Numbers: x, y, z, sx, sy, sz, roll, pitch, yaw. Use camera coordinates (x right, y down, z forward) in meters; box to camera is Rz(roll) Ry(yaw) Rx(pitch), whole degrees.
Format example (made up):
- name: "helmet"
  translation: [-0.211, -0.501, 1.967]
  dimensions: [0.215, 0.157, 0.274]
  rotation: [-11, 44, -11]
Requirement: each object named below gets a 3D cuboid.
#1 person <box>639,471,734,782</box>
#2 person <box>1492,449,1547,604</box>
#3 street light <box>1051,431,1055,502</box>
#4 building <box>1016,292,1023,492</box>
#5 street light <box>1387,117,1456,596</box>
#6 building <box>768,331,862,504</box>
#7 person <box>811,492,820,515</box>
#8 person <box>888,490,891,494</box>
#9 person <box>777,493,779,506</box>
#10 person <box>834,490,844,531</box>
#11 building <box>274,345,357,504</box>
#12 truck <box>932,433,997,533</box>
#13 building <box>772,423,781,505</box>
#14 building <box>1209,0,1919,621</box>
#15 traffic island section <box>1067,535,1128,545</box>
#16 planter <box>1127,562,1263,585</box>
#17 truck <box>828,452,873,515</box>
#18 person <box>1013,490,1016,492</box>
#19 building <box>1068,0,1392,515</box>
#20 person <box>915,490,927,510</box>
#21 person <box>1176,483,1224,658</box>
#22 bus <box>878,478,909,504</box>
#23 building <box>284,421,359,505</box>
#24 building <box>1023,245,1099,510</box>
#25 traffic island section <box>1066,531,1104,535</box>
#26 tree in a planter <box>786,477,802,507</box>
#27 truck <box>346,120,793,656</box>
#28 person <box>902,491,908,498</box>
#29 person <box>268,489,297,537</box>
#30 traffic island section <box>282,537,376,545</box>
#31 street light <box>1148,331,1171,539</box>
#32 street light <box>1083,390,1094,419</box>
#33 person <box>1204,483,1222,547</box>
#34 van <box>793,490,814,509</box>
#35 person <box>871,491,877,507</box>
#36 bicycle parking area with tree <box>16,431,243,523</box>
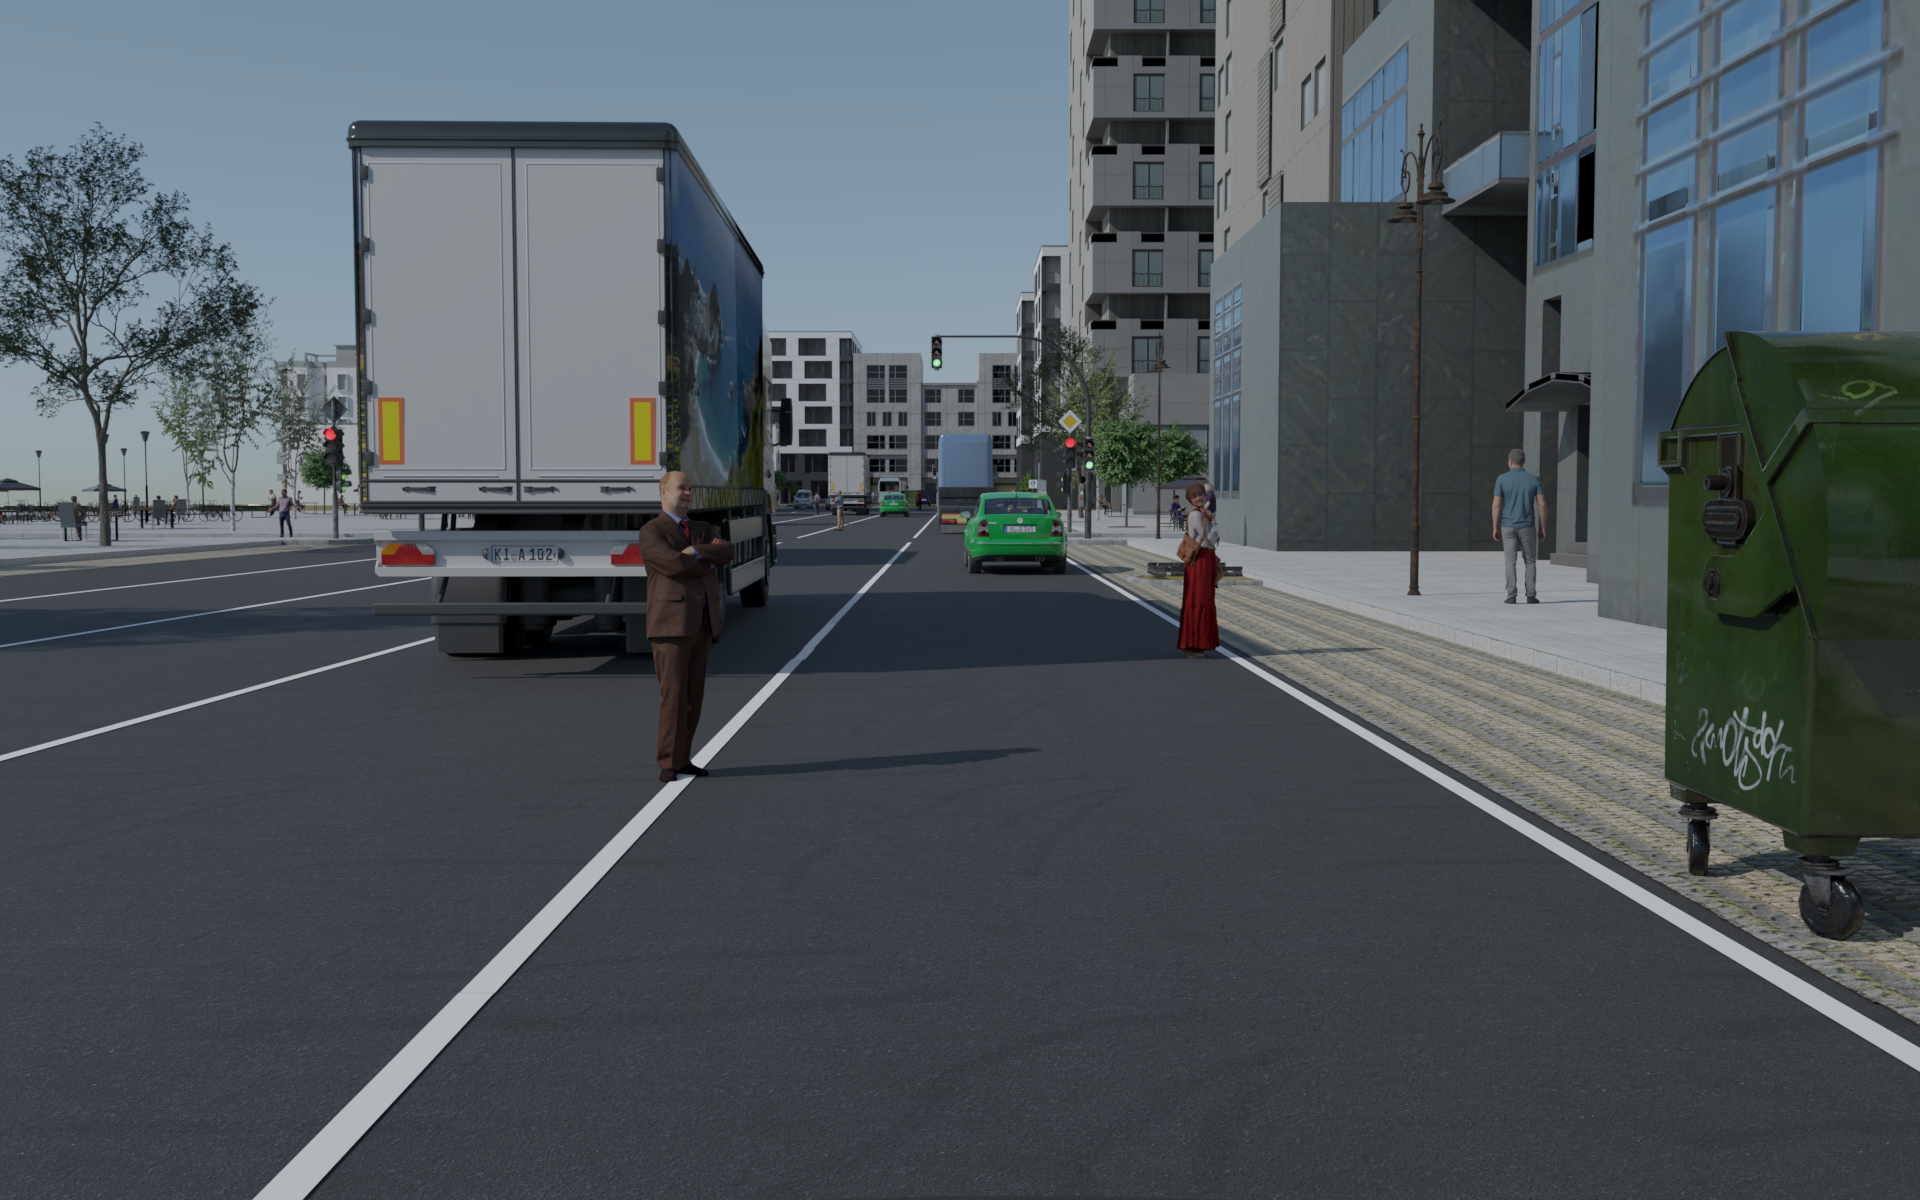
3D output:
- name: "person"
  translation: [-1.377, 0.122, 8.778]
  dimensions: [0.388, 1.546, 0.482]
  rotation: [3, 5, 45]
- name: "person"
  translation: [6.549, -0.862, 20.271]
  dimensions: [0.598, 1.807, 0.434]
  rotation: [1, 4, 22]
- name: "street light"
  translation: [5.555, -8.080, 104.903]
  dimensions: [0.468, 5.910, 1.993]
  rotation: [0, 3, 0]
- name: "building"
  translation: [20.084, -21.244, 191.311]
  dimensions: [27.936, 21.610, 32.646]
  rotation: [0, 3, 0]
- name: "street light"
  translation: [5.752, -2.995, 21.763]
  dimensions: [0.468, 5.910, 1.993]
  rotation: [0, 3, 0]
- name: "building"
  translation: [-29.866, -23.670, 230.984]
  dimensions: [32.646, 21.610, 27.936]
  rotation: [0, 3, 0]
- name: "person"
  translation: [-9.638, -6.487, 116.514]
  dimensions: [0.435, 1.587, 0.963]
  rotation: [2, 4, 28]
- name: "person"
  translation: [-7.534, -10.846, 185.796]
  dimensions: [1.348, 1.831, 0.705]
  rotation: [0, 4, -1]
- name: "person"
  translation: [-19.926, -10.971, 188.655]
  dimensions: [0.421, 1.427, 0.697]
  rotation: [0, 4, 6]
- name: "person"
  translation: [-4.729, -3.501, 67.802]
  dimensions: [0.319, 1.574, 0.516]
  rotation: [2, 4, 29]
- name: "building"
  translation: [-81.117, -22.573, 225.484]
  dimensions: [11.380, 20.091, 16.016]
  rotation: [0, 3, 0]
- name: "truck"
  translation: [0.332, -4.972, 71.049]
  dimensions: [2.967, 4.110, 18.799]
  rotation: [0, 4, -1]
- name: "building"
  translation: [-35.483, -16.005, 203.833]
  dimensions: [28.070, 9.664, 9.099]
  rotation: [0, 3, 0]
- name: "building"
  translation: [18.230, -43.934, 30.991]
  dimensions: [22.319, 86.520, 31.000]
  rotation: [0, 3, 0]
- name: "traffic island section"
  translation: [3.691, -1.681, 49.772]
  dimensions: [2.009, 0.180, 2.903]
  rotation: [0, 3, 0]
- name: "planter"
  translation: [3.730, -0.417, 27.955]
  dimensions: [1.991, 0.319, 1.994]
  rotation: [0, 3, 0]
- name: "truck"
  translation: [-7.626, -8.074, 120.922]
  dimensions: [2.839, 4.237, 11.283]
  rotation: [0, 4, -1]
- name: "person"
  translation: [3.069, -5.475, 98.813]
  dimensions: [0.445, 1.727, 0.742]
  rotation: [-1, 4, -9]
- name: "building"
  translation: [21.651, -32.360, 118.321]
  dimensions: [28.713, 52.752, 27.495]
  rotation: [0, 3, 0]
- name: "person"
  translation: [-3.490, -8.755, 151.584]
  dimensions: [1.348, 1.831, 0.705]
  rotation: [-3, 5, -40]
- name: "person"
  translation: [2.097, -0.256, 15.156]
  dimensions: [0.387, 1.526, 0.523]
  rotation: [1, 4, 16]
- name: "bus"
  translation: [-7.809, -12.718, 202.798]
  dimensions: [2.948, 3.499, 13.247]
  rotation: [0, 4, 1]
- name: "building"
  translation: [-63.553, -15.994, 203.649]
  dimensions: [28.070, 9.664, 9.099]
  rotation: [0, 3, 0]
- name: "building"
  translation: [20.599, -19.251, 158.727]
  dimensions: [27.936, 21.610, 32.646]
  rotation: [0, 3, 0]
- name: "traffic island section"
  translation: [3.674, -2.170, 57.757]
  dimensions: [2.009, 0.180, 2.903]
  rotation: [0, 3, 0]
- name: "tree in a planter"
  translation: [-17.915, -11.596, 186.812]
  dimensions: [1.991, 3.239, 1.994]
  rotation: [0, 3, 0]
- name: "truck"
  translation: [-3.522, -1.819, 18.656]
  dimensions: [2.839, 4.237, 11.283]
  rotation: [0, 4, -2]
- name: "person"
  translation: [-5.208, -9.183, 159.359]
  dimensions: [1.217, 1.735, 0.721]
  rotation: [1, 4, 21]
- name: "person"
  translation: [-21.584, -2.744, 55.325]
  dimensions: [0.963, 1.587, 0.435]
  rotation: [0, 4, -4]
- name: "traffic island section"
  translation: [-17.930, -1.679, 49.729]
  dimensions: [2.009, 0.180, 2.903]
  rotation: [0, 3, 0]
- name: "street light"
  translation: [5.664, -4.680, 49.298]
  dimensions: [0.468, 5.910, 1.993]
  rotation: [0, 3, 0]
- name: "street light"
  translation: [5.684, -6.375, 77.025]
  dimensions: [0.468, 5.910, 1.993]
  rotation: [0, 3, 0]
- name: "person"
  translation: [6.125, -2.081, 42.273]
  dimensions: [0.569, 1.553, 0.471]
  rotation: [-3, 4, -37]
- name: "van"
  translation: [-15.222, -9.895, 168.802]
  dimensions: [2.013, 2.044, 4.112]
  rotation: [0, 4, 0]
- name: "person"
  translation: [-9.833, -11.640, 198.685]
  dimensions: [0.709, 1.838, 0.599]
  rotation: [-1, 4, -9]
- name: "bicycle parking area with tree"
  translation: [-38.751, -5.737, 80.803]
  dimensions: [9.016, 4.147, 8.231]
  rotation: [-2, 4, -31]
